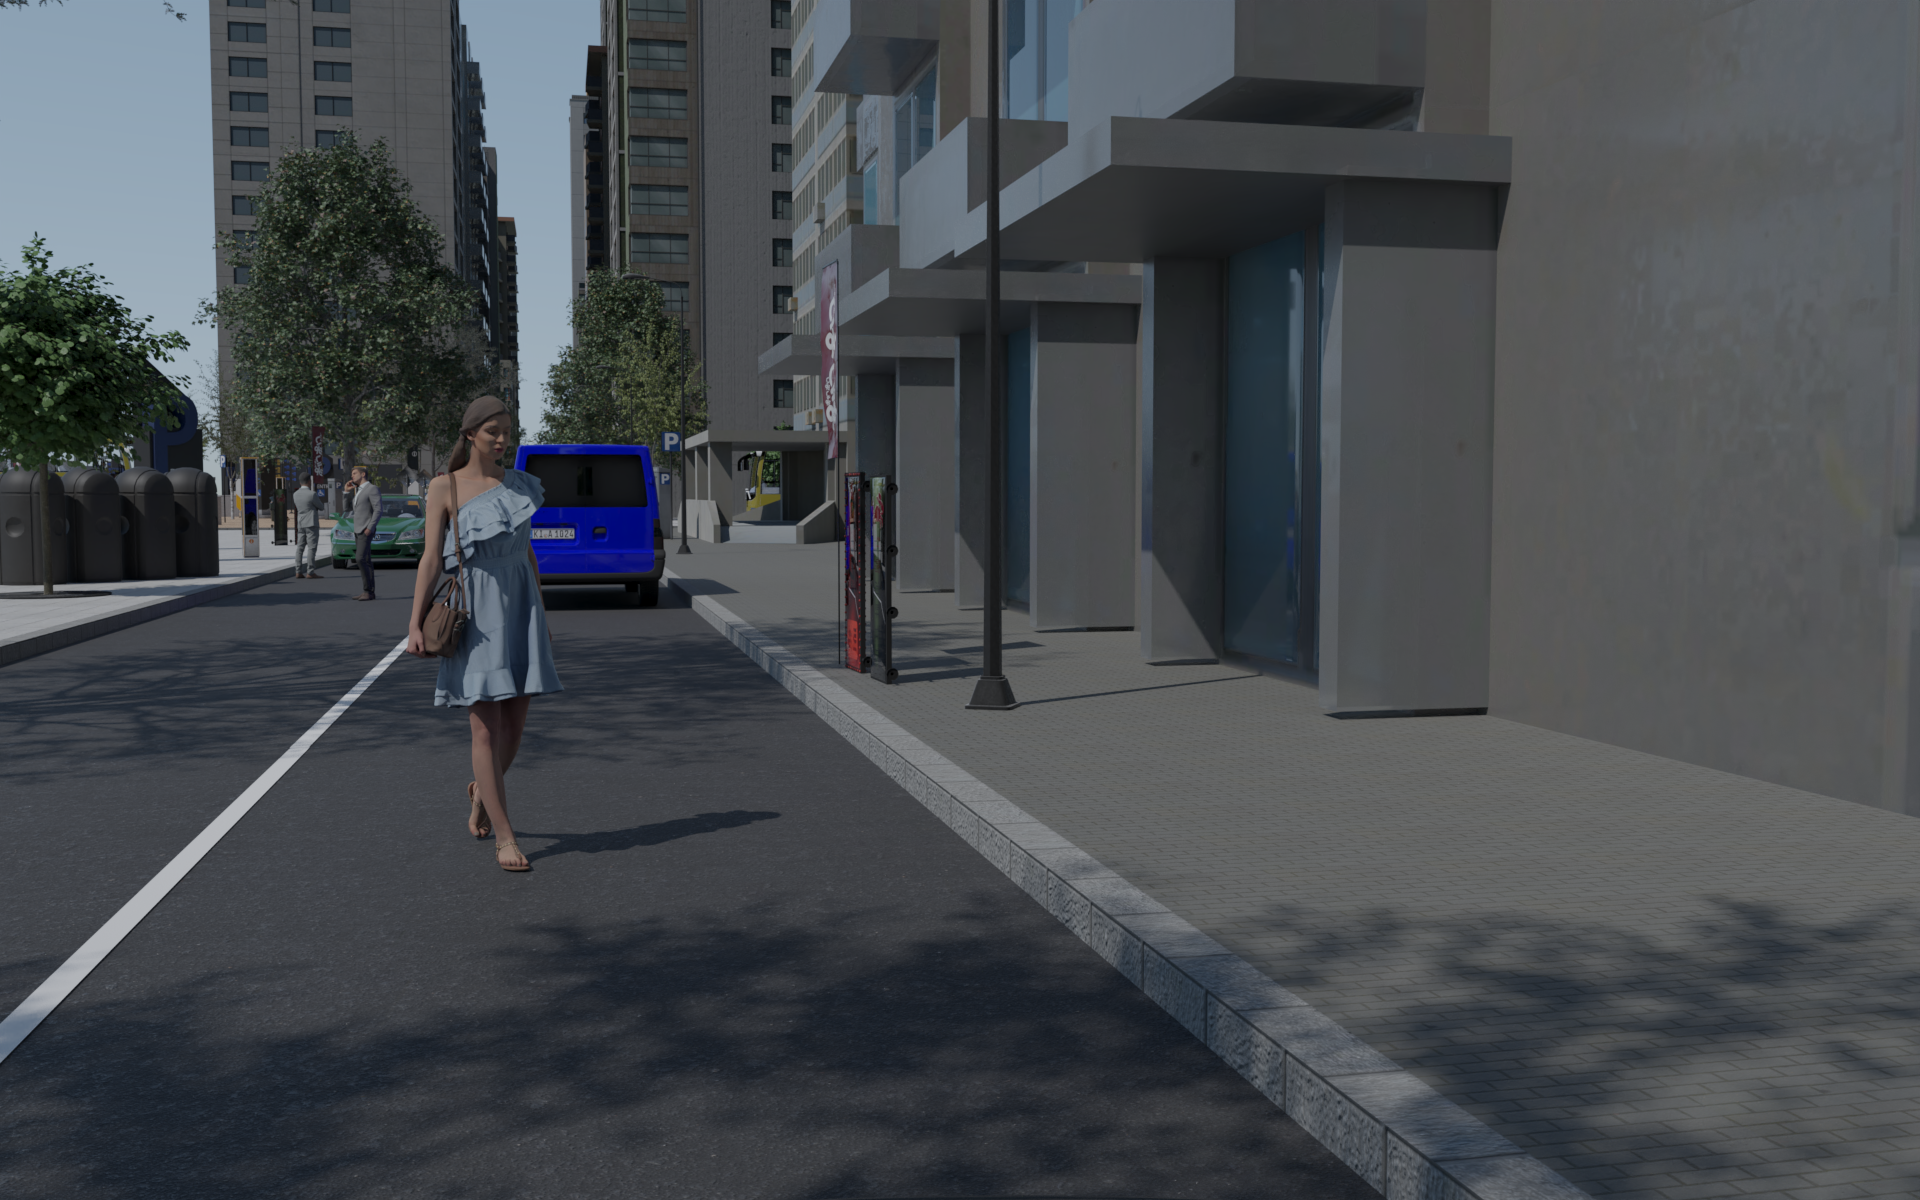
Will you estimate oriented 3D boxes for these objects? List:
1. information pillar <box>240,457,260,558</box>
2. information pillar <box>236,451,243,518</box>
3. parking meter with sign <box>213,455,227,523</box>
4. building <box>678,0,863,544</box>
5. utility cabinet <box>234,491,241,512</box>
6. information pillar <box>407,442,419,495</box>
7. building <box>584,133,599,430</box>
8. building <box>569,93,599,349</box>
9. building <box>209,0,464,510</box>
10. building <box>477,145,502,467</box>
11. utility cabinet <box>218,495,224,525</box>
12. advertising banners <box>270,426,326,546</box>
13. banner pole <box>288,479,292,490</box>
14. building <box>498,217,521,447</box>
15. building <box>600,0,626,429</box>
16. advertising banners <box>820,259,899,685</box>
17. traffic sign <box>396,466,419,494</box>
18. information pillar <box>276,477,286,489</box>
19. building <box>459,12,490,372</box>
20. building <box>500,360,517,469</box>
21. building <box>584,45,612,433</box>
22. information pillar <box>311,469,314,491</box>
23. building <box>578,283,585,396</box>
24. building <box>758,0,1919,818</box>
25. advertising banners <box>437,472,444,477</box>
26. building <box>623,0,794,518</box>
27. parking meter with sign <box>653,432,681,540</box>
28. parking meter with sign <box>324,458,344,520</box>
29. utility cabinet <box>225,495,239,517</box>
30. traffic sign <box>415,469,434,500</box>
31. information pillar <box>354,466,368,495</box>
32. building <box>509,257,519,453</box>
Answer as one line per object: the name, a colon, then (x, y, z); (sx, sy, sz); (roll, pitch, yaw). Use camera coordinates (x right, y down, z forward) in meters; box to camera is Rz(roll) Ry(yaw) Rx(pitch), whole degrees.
information pillar: (-14.288, -1.856, 34.845); (0.304, 2.012, 0.304); (-2, 4, -28)
information pillar: (-39.145, -6.292, 94.231); (0.504, 3.616, 0.183); (1, 4, 9)
parking meter with sign: (-33.553, -4.941, 77.053); (0.543, 3.016, 1.738); (3, 5, 43)
building: (7.691, -22.171, 54.380); (32.217, 40.220, 23.993); (-1, 4, -13)
utility cabinet: (-49.370, -6.756, 119.140); (1.173, 1.500, 0.318); (1, 4, 20)
information pillar: (-24.328, -5.245, 77.106); (0.504, 3.616, 0.183); (0, 4, -6)
building: (-38.592, -34.352, 211.758); (14.600, 45.320, 14.200); (-1, 4, -13)
building: (-47.083, -43.805, 258.204); (21.231, 58.520, 28.212); (-1, 4, -13)
building: (-51.309, -43.434, 148.393); (20.563, 71.187, 20.611); (-1, 4, -13)
building: (-59.788, -31.394, 196.886); (14.154, 41.232, 14.086); (-1, 4, -13)
utility cabinet: (-31.107, -3.702, 71.686); (0.306, 1.237, 1.020); (2, 4, 35)
advertising banners: (-16.692, -2.910, 43.773); (0.090, 3.025, 2.074); (1, 4, 19)
banner pole: (-49.898, -8.500, 128.992); (0.401, 3.779, 0.863); (0, 4, -2)
building: (-78.425, -37.210, 263.013); (22.147, 44.769, 28.867); (-1, 4, -13)
building: (-31.786, -46.267, 194.710); (20.563, 71.187, 20.611); (-1, 4, -13)
advertising banners: (-0.754, -0.996, 12.470); (0.090, 3.025, 2.074); (-1, 4, -17)
traffic sign: (-19.532, -3.523, 61.238); (0.795, 2.450, 0.064); (-1, 4, -13)
information pillar: (-29.605, -4.346, 75.554); (0.304, 2.012, 0.304); (0, 4, 1)
building: (-59.019, -33.883, 173.600); (23.786, 49.044, 30.456); (-1, 4, -13)
building: (-74.621, -23.822, 234.520); (27.650, 21.520, 28.899); (-1, 4, -13)
building: (-25.508, -31.582, 170.995); (22.147, 44.769, 28.867); (-1, 4, -13)
information pillar: (-29.679, -5.385, 79.392); (0.183, 3.616, 0.504); (-1, 4, -16)
building: (-45.101, -28.510, 237.838); (14.160, 30.474, 14.107); (-1, 4, -13)
building: (10.497, -24.407, 18.669); (23.786, 49.044, 30.456); (-1, 4, -13)
advertising banners: (-40.517, -8.667, 137.898); (2.074, 3.025, 0.090); (0, 4, -7)
building: (-12.162, -20.059, 99.662); (14.160, 30.474, 14.107); (-1, 4, -13)
parking meter with sign: (-8.484, -3.250, 49.398); (0.543, 3.016, 1.738); (-2, 4, -27)
parking meter with sign: (-30.705, -5.437, 85.157); (1.738, 3.016, 0.543); (3, 5, 42)
utility cabinet: (-41.164, -5.284, 97.548); (1.020, 1.237, 0.306); (-2, 4, -26)
traffic sign: (-21.338, -3.998, 69.017); (0.795, 2.450, 0.064); (-1, 4, -13)
information pillar: (-15.912, -2.544, 46.086); (0.304, 2.012, 0.304); (-1, 4, -9)
building: (-79.995, -36.769, 284.763); (14.154, 41.232, 14.086); (-1, 4, -13)
